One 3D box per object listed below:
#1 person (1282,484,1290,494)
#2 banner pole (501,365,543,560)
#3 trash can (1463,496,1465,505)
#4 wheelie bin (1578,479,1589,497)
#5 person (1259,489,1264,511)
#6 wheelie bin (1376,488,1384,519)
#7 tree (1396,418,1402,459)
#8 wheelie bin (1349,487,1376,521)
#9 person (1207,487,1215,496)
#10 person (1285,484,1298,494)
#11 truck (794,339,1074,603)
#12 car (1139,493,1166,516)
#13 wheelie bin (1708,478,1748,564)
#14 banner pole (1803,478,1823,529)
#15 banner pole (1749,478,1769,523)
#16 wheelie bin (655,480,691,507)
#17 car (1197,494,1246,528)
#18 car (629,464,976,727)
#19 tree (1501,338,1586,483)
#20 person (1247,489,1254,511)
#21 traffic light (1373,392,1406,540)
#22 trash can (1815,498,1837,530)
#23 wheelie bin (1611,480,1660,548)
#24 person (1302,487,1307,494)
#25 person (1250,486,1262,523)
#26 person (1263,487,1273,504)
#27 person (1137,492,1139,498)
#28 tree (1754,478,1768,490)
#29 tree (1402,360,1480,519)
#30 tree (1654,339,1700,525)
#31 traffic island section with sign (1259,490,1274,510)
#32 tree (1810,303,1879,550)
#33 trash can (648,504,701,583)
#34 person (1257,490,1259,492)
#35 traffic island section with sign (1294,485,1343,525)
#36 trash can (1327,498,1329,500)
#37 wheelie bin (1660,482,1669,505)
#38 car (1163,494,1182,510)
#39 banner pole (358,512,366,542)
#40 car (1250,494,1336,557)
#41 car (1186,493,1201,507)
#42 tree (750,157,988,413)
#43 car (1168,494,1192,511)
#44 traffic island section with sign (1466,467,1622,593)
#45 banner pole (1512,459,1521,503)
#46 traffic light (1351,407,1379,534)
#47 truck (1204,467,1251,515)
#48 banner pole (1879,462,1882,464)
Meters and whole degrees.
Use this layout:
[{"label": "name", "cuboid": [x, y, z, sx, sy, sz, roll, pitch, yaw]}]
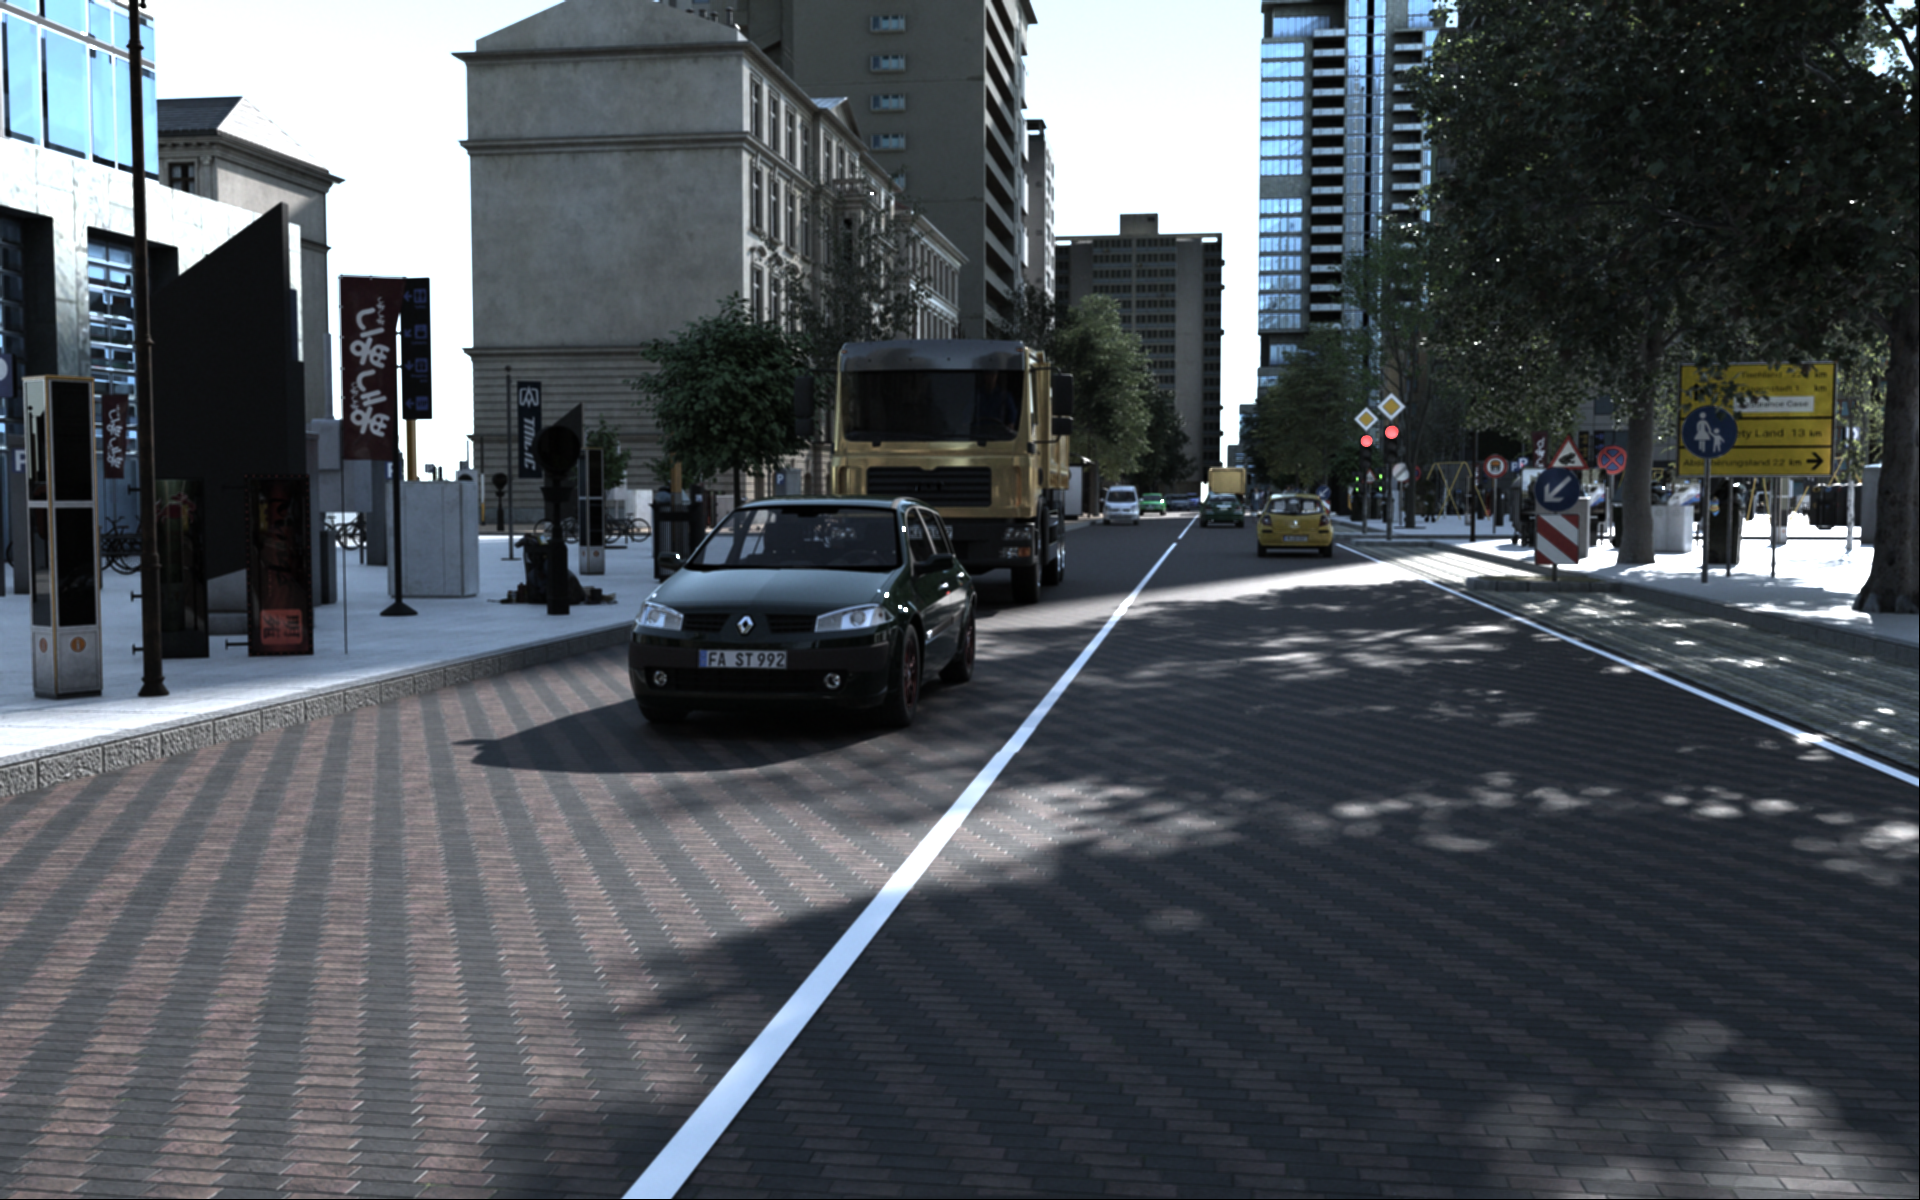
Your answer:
[{"label": "person", "cuboid": [13.588, -3.940, 72.768, 0.795, 1.843, 0.661, 1, 4, 21]}, {"label": "banner pole", "cuboid": [-8.532, -2.674, 33.733, 0.863, 3.779, 0.401, -2, 4, -24]}, {"label": "trash can", "cuboid": [33.436, -6.249, 113.828, 0.748, 1.137, 0.748, 0, 3, 0]}, {"label": "wheelie bin", "cuboid": [13.098, -1.800, 37.339, 0.980, 1.594, 0.693, 0, 4, -7]}, {"label": "person", "cuboid": [26.040, -8.669, 150.110, 0.599, 1.838, 0.709, 2, 4, 32]}, {"label": "wheelie bin", "cuboid": [20.943, -4.868, 87.505, 0.980, 1.594, 0.693, 3, 5, 41]}, {"label": "tree", "cuboid": [33.726, -10.727, 125.742, 4.360, 8.622, 3.978, 0, 3, 0]}, {"label": "wheelie bin", "cuboid": [18.814, -4.494, 81.386, 0.980, 1.594, 0.693, -1, 4, -18]}, {"label": "person", "cuboid": [14.821, -5.749, 102.355, 0.638, 1.841, 0.748, -1, 4, -18]}, {"label": "person", "cuboid": [12.711, -3.520, 66.149, 0.694, 1.812, 0.767, 1, 4, 16]}, {"label": "truck", "cuboid": [0.064, -1.778, 24.987, 3.469, 3.379, 9.791, 0, 4, 6]}, {"label": "car", "cuboid": [12.918, -6.593, 116.590, 1.959, 1.807, 4.718, 1, 4, 9]}, {"label": "wheelie bin", "cuboid": [14.119, -1.470, 31.940, 0.693, 1.594, 0.980, 2, 4, 32]}, {"label": "banner pole", "cuboid": [31.769, -4.545, 64.334, 0.863, 3.779, 0.401, 1, 4, 14]}, {"label": "banner pole", "cuboid": [35.339, -5.292, 76.535, 0.863, 3.779, 0.401, 3, 5, 39]}, {"label": "wheelie bin", "cuboid": [-6.640, -1.963, 40.009, 0.693, 1.594, 0.980, 1, 4, 9]}, {"label": "car", "cuboid": [11.437, -3.908, 75.693, 2.131, 1.459, 4.920, 0, 4, 6]}, {"label": "car", "cuboid": [-0.952, -0.135, 12.001, 2.009, 1.686, 4.222, 1, 4, 8]}, {"label": "tree", "cuboid": [25.441, -7.617, 74.900, 4.737, 8.622, 4.395, 0, 3, 0]}, {"label": "person", "cuboid": [25.007, -8.582, 148.439, 0.705, 1.869, 1.348, 3, 4, 38]}, {"label": "traffic light", "cuboid": [11.897, -3.612, 47.975, 0.839, 4.253, 0.868, 1, 4, 8]}, {"label": "trash can", "cuboid": [31.277, -3.116, 62.594, 0.748, 1.137, 0.748, 0, 3, 0]}, {"label": "wheelie bin", "cuboid": [15.909, -2.030, 41.102, 0.693, 1.594, 0.980, -1, 4, -19]}, {"label": "person", "cuboid": [19.731, -5.557, 99.129, 0.755, 1.850, 0.659, 1, 4, 19]}, {"label": "person", "cuboid": [14.895, -4.811, 87.191, 0.581, 1.822, 0.654, 1, 4, 11]}, {"label": "person", "cuboid": [20.343, -6.510, 114.304, 0.648, 1.900, 0.474, -2, 4, -35]}, {"label": "person", "cuboid": [21.934, -12.462, 212.966, 1.217, 1.736, 0.721, -1, 4, -18]}, {"label": "tree", "cuboid": [46.288, -9.018, 97.801, 4.737, 8.622, 4.395, 0, 3, 0]}, {"label": "tree", "cuboid": [25.488, -8.595, 90.887, 4.360, 8.622, 3.978, 0, 3, 0]}, {"label": "tree", "cuboid": [28.499, -7.119, 66.765, 4.360, 8.622, 3.978, 0, 3, 0]}, {"label": "traffic island section with sign", "cuboid": [28.019, -9.093, 157.297, 1.989, 1.847, 2.006, 1, 4, 8]}, {"label": "tree", "cuboid": [20.222, -5.458, 39.594, 4.360, 8.622, 3.978, 0, 3, 0]}, {"label": "trash can", "cuboid": [-4.136, -0.824, 25.129, 0.748, 1.137, 0.748, 0, 3, 0]}, {"label": "person", "cuboid": [26.168, -8.794, 152.288, 0.705, 1.822, 1.348, 1, 4, 19]}, {"label": "traffic island section with sign", "cuboid": [16.694, -4.385, 80.319, 1.989, 1.847, 2.006, 1, 4, 8]}, {"label": "trash can", "cuboid": [26.370, -6.948, 125.252, 0.748, 1.137, 0.748, 0, 3, 0]}, {"label": "wheelie bin", "cuboid": [18.505, -2.308, 45.642, 0.693, 1.594, 0.980, 0, 4, 1]}, {"label": "car", "cuboid": [19.174, -8.877, 156.937, 2.131, 1.459, 4.920, 1, 4, 9]}, {"label": "banner pole", "cuboid": [-16.046, -3.462, 46.622, 0.401, 3.779, 0.863, -2, 4, -24]}, {"label": "car", "cuboid": [7.852, -1.868, 40.760, 2.015, 1.641, 3.980, 1, 4, 10]}, {"label": "car", "cuboid": [25.269, -10.967, 188.897, 1.945, 1.707, 3.694, 0, 4, 7]}, {"label": "tree", "cuboid": [-2.310, -5.308, 37.154, 4.360, 8.622, 3.978, 0, 3, 0]}, {"label": "car", "cuboid": [18.802, -8.335, 148.274, 2.014, 1.417, 4.499, 0, 4, 7]}, {"label": "traffic island section with sign", "cuboid": [8.712, -1.065, 26.040, 1.989, 1.847, 2.006, 1, 4, 8]}, {"label": "banner pole", "cuboid": [39.733, -8.185, 123.839, 0.863, 3.779, 0.401, 3, 4, 38]}, {"label": "traffic light", "cuboid": [13.060, -4.095, 55.875, 0.839, 4.253, 0.868, 1, 4, 8]}, {"label": "truck", "cuboid": [19.073, -7.813, 123.665, 3.469, 3.379, 9.791, 1, 4, 9]}, {"label": "banner pole", "cuboid": [62.936, -7.842, 118.235, 0.863, 3.779, 0.401, -2, 4, -33]}]
